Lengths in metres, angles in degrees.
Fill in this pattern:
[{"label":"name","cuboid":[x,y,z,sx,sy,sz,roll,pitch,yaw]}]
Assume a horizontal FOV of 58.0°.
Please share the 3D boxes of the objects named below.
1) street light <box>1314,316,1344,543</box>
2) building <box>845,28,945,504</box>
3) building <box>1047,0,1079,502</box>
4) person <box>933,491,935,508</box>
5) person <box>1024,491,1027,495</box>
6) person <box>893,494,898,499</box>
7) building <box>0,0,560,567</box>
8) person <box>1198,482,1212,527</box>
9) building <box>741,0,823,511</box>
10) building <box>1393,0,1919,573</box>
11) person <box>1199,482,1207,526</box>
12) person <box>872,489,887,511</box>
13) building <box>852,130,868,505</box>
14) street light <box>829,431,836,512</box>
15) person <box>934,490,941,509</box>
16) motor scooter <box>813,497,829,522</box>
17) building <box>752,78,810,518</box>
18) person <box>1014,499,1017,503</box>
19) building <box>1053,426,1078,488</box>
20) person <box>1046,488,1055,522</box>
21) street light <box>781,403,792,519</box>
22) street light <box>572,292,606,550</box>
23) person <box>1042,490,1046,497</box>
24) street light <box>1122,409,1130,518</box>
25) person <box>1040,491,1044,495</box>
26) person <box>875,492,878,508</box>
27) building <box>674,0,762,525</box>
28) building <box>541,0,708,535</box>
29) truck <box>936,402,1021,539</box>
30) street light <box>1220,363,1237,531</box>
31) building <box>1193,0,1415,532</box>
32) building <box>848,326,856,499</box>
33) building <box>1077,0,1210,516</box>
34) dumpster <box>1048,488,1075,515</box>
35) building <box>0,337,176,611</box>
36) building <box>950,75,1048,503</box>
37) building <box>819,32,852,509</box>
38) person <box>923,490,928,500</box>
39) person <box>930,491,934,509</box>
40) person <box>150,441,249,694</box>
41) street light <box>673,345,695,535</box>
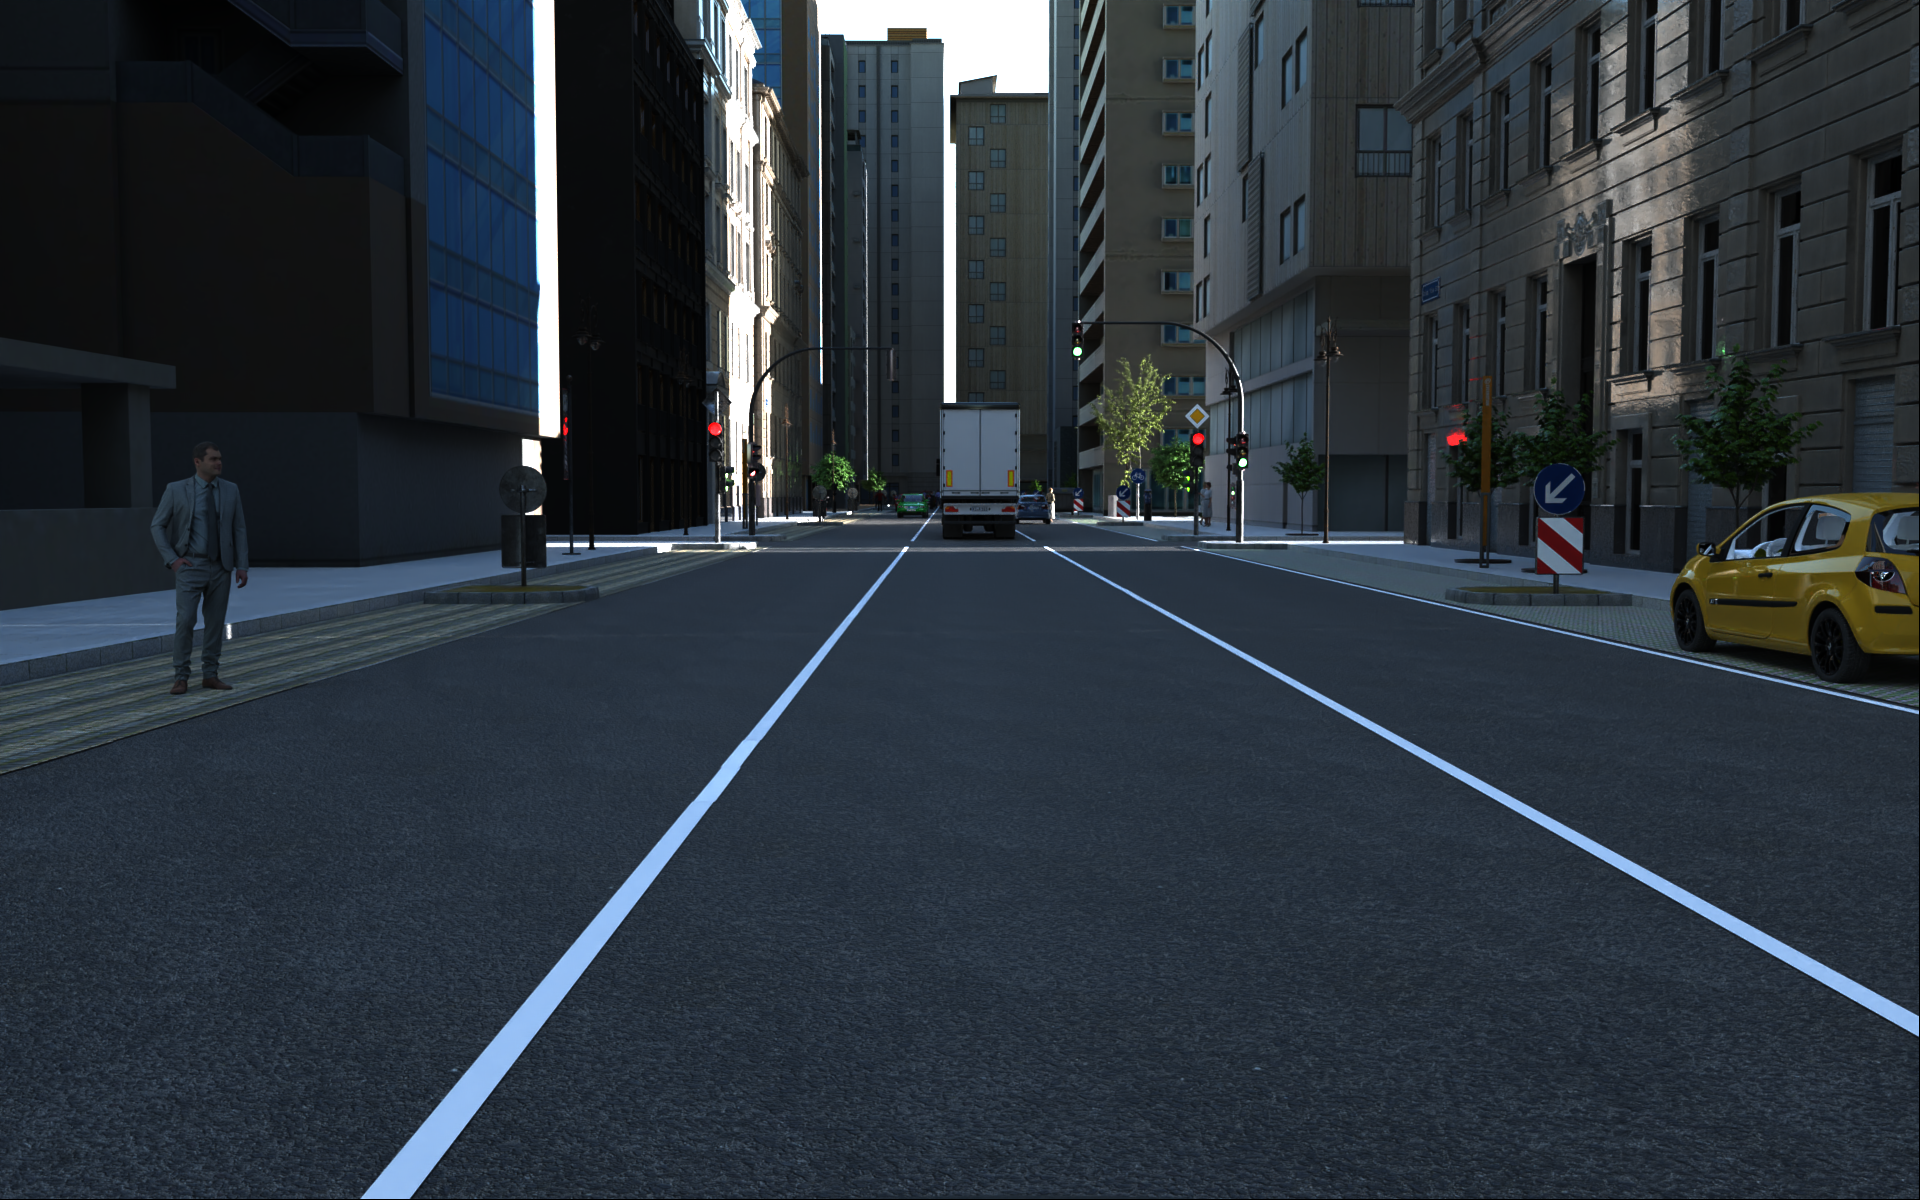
[{"label":"street light","cuboid":[9.552,-4.419,45.043,0.468,5.910,1.993,0,4,0]},{"label":"building","cuboid":[-16.063,-41.643,222.858,28.212,58.520,21.231,0,4,0]},{"label":"building","cuboid":[20.059,-39.541,188.498,21.231,58.520,28.212,0,4,0]},{"label":"person","cuboid":[-2.850,-10.633,183.076,0.721,1.736,1.217,1,4,18]},{"label":"person","cuboid":[5.253,-7.762,136.877,0.593,1.643,0.415,2,4,27]},{"label":"person","cuboid":[-5.346,-8.239,146.439,0.697,1.427,0.421,-1,4,-19]},{"label":"building","cuboid":[-17.236,-23.598,35.943,14.200,45.320,14.600,0,4,0]},{"label":"person","cuboid":[9.693,-3.773,68.294,0.524,1.755,0.480,-2,4,-24]},{"label":"building","cuboid":[-18.202,-29.674,135.277,14.600,45.320,14.200,0,4,0]},{"label":"building","cuboid":[17.127,-14.336,31.661,12.463,27.353,25.104,0,4,0]},{"label":"person","cuboid":[9.943,-3.931,70.672,0.624,1.780,0.694,-2,4,-23]},{"label":"person","cuboid":[-6.622,-8.235,143.073,1.348,1.831,0.705,1,4,8]},{"label":"building","cuboid":[-17.593,-31.357,196.282,14.086,41.232,14.154,0,4,0]},{"label":"street light","cuboid":[-8.914,-9.110,121.729,0.468,5.910,1.993,0,4,0]},{"label":"person","cuboid":[-2.165,-9.865,169.669,0.709,1.838,0.599,-1,4,-15]},{"label":"motor scooter","cuboid":[-6.990,-4.551,87.179,0.815,1.314,1.986,0,4,-1]},{"label":"building","cuboid":[-16.089,-18.698,102.970,12.463,27.353,25.104,0,4,0]},{"label":"person","cuboid":[6.427,-11.819,201.755,1.348,1.821,0.705,-2,4,-32]},{"label":"building","cuboid":[20.710,-51.653,157.202,22.319,86.520,31.000,0,4,0]},{"label":"person","cuboid":[4.745,-4.973,90.360,0.519,1.759,0.362,2,4,32]},{"label":"street light","cuboid":[-8.780,-7.035,87.809,0.468,5.910,1.993,0,4,0]},{"label":"street light","cuboid":[-8.495,-4.097,39.773,0.468,5.910,1.993,0,4,0]},{"label":"person","cuboid":[8.592,-10.680,181.454,0.721,1.735,1.217,-3,5,-40]},{"label":"street light","cuboid":[9.120,-7.451,94.614,0.468,5.910,1.993,0,4,0]},{"label":"person","cuboid":[6.334,-7.602,134.254,0.415,1.643,0.593,2,4,27]},{"label":"person","cuboid":[-7.657,-9.154,159.639,0.415,1.643,0.593,-1,4,-19]},{"label":"building","cuboid":[-16.855,-18.009,80.354,13.634,28.700,20.117,0,4,0]},{"label":"building","cuboid":[-16.340,-14.186,61.612,12.332,23.373,15.834,0,4,0]},{"label":"truck","cuboid":[0.577,-4.260,58.559,2.839,4.237,11.283,0,4,0]},{"label":"street light","cuboid":[9.436,-5.377,60.695,0.468,5.910,1.993,0,4,0]},{"label":"building","cuboid":[24.190,-29.317,68.575,27.495,52.752,28.713,0,4,0]},{"label":"building","cuboid":[-25.015,-20.005,172.128,27.650,21.520,28.899,0,4,0]},{"label":"building","cuboid":[18.953,-29.727,109.743,21.300,48.544,21.600,0,4,0]},{"label":"dumpster","cuboid":[6.761,-6.535,115.066,1.865,1.857,1.264,0,4,0]},{"label":"building","cuboid":[-26.646,-19.867,16.708,32.217,40.220,23.993,0,4,0]},{"label":"building","cuboid":[12.426,-38.997,226.838,27.495,52.752,28.713,0,4,0]},{"label":"building","cuboid":[-17.082,-28.497,149.525,14.154,41.232,14.086,0,4,0]},{"label":"person","cuboid":[-3.555,-10.499,180.032,0.599,1.838,0.709,3,5,39]},{"label":"person","cuboid":[-2.610,-9.318,161.657,0.445,1.727,0.742,0,4,-2]},{"label":"person","cuboid":[-5.501,-0.243,12.580,0.391,1.810,0.635,3,5,40]},{"label":"street light","cuboid":[-8.555,-4.960,53.889,0.468,5.910,1.993,0,4,0]}]
